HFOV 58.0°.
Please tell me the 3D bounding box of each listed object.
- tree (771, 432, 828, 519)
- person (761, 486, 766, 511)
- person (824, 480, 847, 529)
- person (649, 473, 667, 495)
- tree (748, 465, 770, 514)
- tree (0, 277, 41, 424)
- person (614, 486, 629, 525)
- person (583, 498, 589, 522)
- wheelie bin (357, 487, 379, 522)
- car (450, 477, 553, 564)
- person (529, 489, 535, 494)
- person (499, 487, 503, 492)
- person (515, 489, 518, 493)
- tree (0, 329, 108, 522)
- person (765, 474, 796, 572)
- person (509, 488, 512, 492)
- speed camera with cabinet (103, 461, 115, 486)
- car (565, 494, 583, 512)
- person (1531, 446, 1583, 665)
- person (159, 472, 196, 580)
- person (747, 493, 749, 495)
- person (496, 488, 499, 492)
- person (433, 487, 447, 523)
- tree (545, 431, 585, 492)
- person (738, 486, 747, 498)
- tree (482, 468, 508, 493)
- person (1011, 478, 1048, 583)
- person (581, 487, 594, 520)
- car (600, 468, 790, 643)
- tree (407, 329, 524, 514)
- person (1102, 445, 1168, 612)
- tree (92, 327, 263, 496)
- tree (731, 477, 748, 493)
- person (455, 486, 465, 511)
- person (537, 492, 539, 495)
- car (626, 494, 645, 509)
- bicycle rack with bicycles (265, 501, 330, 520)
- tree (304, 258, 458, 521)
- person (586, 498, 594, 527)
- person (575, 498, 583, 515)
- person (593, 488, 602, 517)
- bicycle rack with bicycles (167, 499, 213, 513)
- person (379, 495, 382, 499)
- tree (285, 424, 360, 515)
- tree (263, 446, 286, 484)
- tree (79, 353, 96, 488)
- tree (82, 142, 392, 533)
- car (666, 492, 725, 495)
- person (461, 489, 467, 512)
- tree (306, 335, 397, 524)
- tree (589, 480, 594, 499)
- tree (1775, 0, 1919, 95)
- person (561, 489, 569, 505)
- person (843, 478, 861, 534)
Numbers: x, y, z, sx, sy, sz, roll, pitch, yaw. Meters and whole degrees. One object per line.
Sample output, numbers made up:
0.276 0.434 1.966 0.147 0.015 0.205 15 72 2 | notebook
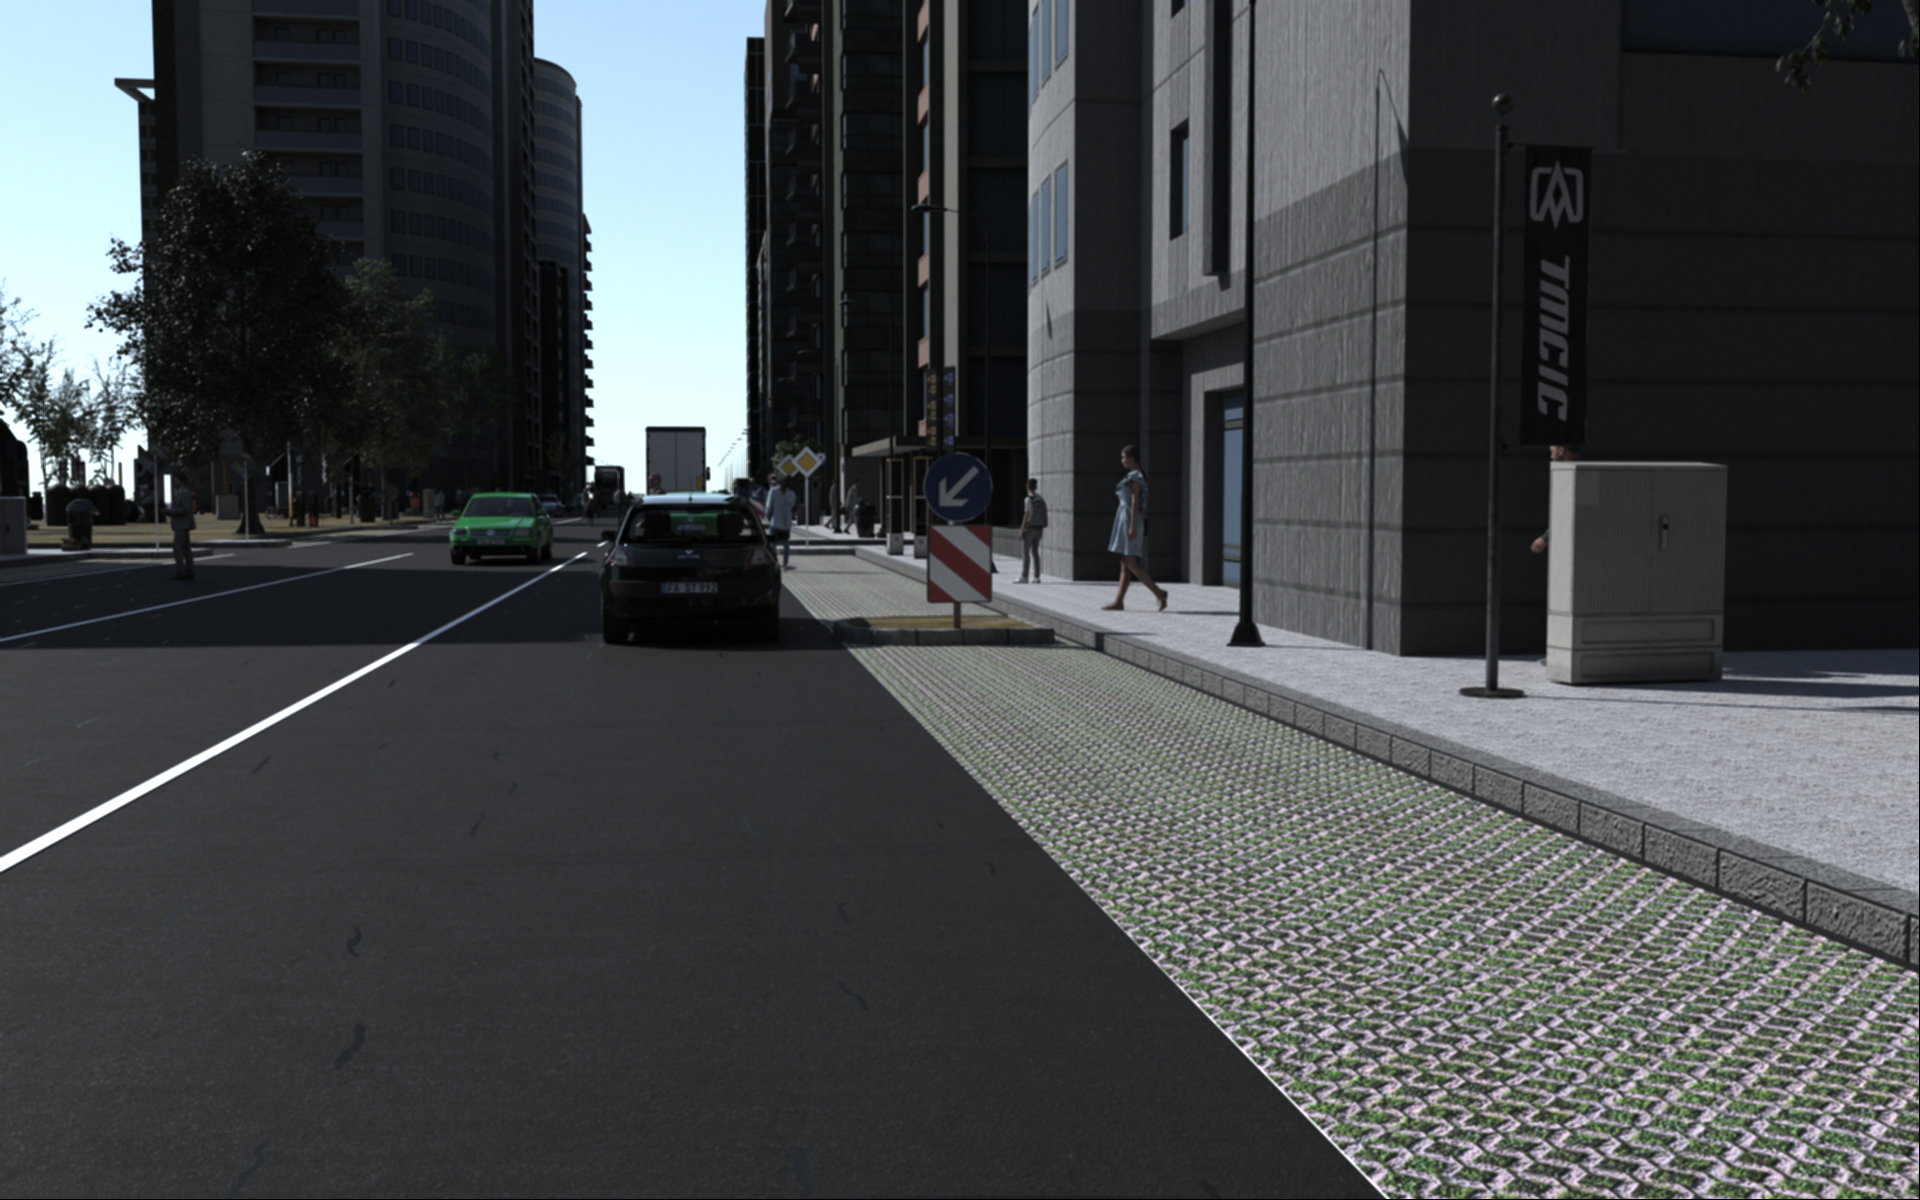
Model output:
-8.398 -6.568 91.093 4.285 4.588 4.351 0 3 0 | tree
-12.173 -6.256 108.671 0.601 1.785 0.444 2 4 24 | person
-4.588 -3.514 63.625 0.853 1.813 0.709 0 4 1 | person
-5.006 -1.184 28.255 0.834 1.777 0.661 -2 4 -34 | person
-12.426 -7.255 113.216 1.663 3.219 1.824 0 3 0 | tree
-32.964 -6.591 58.132 4.360 8.622 3.978 0 3 0 | tree
-15.883 -4.441 81.210 0.679 1.850 0.850 -1 4 -14 | person
-19.214 -4.643 89.098 0.332 1.250 0.352 1 4 21 | person
-26.851 -4.321 78.564 0.980 1.594 0.693 -1 4 -18 | wheelie bin
-9.696 -1.711 36.767 1.959 1.807 4.718 -1 4 -8 | car
-27.820 -6.360 112.739 0.600 1.795 0.529 2 4 24 | person
-22.371 -4.610 84.214 0.601 1.785 0.444 1 4 15 | person
-35.885 -8.128 139.716 0.721 1.735 1.217 -3 5 -42 | person
-41.141 -7.821 78.239 4.737 8.622 4.395 0 3 0 | tree
-3.300 -1.406 31.746 0.793 1.790 0.793 2 4 32 | person
-28.071 -6.108 108.458 0.778 1.811 0.616 0 4 6 | person
-49.615 -6.528 101.076 0.660 3.252 2.038 -2 4 -27 | speed camera with cabinet
-30.536 -7.919 138.270 1.959 1.807 4.718 -1 4 -10 | car
4.551 -0.395 12.845 0.721 1.781 0.623 0 4 5 | person
-13.163 -1.248 29.105 0.583 1.804 0.606 -2 4 -35 | person
-22.860 -10.865 184.504 1.217 1.723 0.721 -1 4 -20 | person
-27.973 -5.901 105.163 0.728 1.800 0.709 -3 4 -38 | person
-25.772 -4.712 85.803 0.793 1.790 0.793 -1 4 -17 | person
-45.258 -15.120 197.569 4.737 8.622 4.395 0 3 0 | tree
-9.977 -4.328 79.285 0.581 1.822 0.654 2 4 34 | person
-33.745 -8.032 125.917 1.663 3.219 1.824 0 3 0 | tree
1.023 -0.998 24.963 0.523 1.515 0.503 1 4 11 | person
-20.693 -5.337 95.947 0.728 1.800 0.709 2 4 26 | person
-2.773 -0.510 18.130 2.009 1.686 4.222 0 4 -7 | car
-31.356 -11.262 109.885 9.928 11.665 9.643 0 3 0 | tree
1.927 -0.782 18.930 0.778 1.811 0.616 2 4 27 | person
-31.059 -7.250 68.895 4.360 8.622 3.978 0 3 0 | tree
-24.373 -12.039 191.432 1.663 3.219 1.824 0 3 0 | tree
-34.426 -6.921 119.330 0.709 1.813 0.853 0 4 -5 | person
-38.669 -9.146 158.796 0.991 1.433 0.599 1 4 15 | person
-29.350 -9.095 157.499 1.959 1.807 4.718 0 4 -7 | car
-33.740 -4.531 87.459 2.925 0.926 2.852 0 4 6 | bicycle rack with bicycles
-28.302 -10.153 84.131 7.486 12.596 7.792 0 3 0 | tree
-15.932 -3.752 74.507 0.362 1.253 0.373 -3 4 -36 | person
-26.529 -6.552 121.118 0.738 1.151 1.012 0 4 -2 | person
-22.141 -5.953 105.800 0.622 1.834 0.822 0 4 0 | person
-51.909 -6.340 117.044 2.925 0.926 2.852 -3 4 -37 | bicycle rack with bicycles
-34.939 -5.731 104.408 0.373 1.253 0.362 0 4 -4 | person
-36.371 -9.160 100.125 4.360 8.622 3.978 0 3 0 | tree
-46.424 -10.166 116.577 4.360 8.622 3.978 0 3 0 | tree
-43.453 -8.419 88.011 4.360 8.622 3.978 0 3 0 | tree
-23.521 -8.565 57.048 9.611 12.733 9.660 0 3 0 | tree
-5.238 -1.550 34.142 1.959 1.807 4.718 0 4 -7 | car
-33.106 -6.744 116.414 0.850 1.850 0.679 -2 4 -34 | person
-26.399 -7.577 74.246 4.737 8.622 4.395 0 3 0 | tree
-51.295 -15.122 241.850 1.663 3.219 1.824 0 3 0 | tree
4.286 -3.472 7.134 4.360 8.622 3.978 0 3 0 | tree
-45.080 -11.647 196.601 1.348 1.807 0.705 -1 4 -21 | person
-3.368 -2.998 55.331 0.850 1.792 0.678 1 4 21 | person
